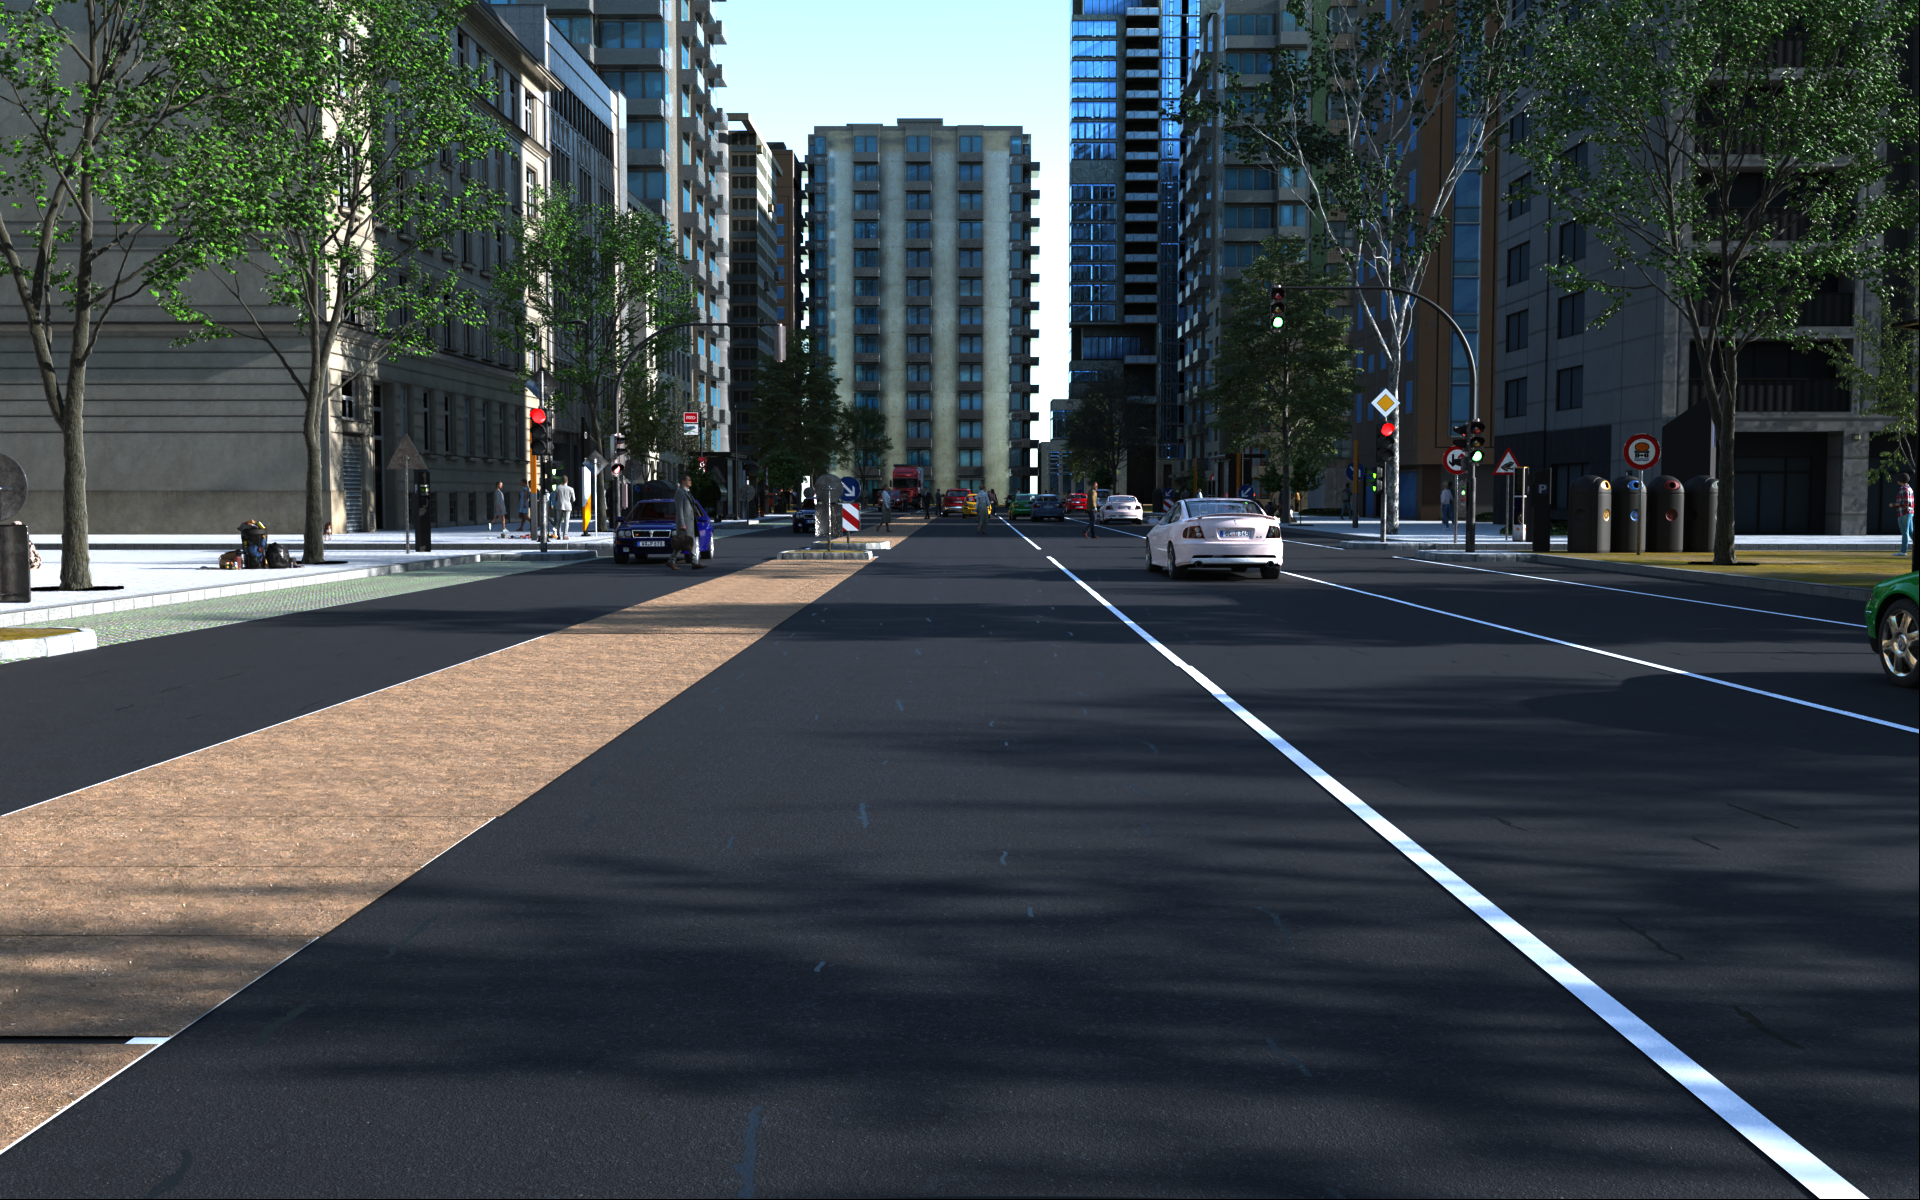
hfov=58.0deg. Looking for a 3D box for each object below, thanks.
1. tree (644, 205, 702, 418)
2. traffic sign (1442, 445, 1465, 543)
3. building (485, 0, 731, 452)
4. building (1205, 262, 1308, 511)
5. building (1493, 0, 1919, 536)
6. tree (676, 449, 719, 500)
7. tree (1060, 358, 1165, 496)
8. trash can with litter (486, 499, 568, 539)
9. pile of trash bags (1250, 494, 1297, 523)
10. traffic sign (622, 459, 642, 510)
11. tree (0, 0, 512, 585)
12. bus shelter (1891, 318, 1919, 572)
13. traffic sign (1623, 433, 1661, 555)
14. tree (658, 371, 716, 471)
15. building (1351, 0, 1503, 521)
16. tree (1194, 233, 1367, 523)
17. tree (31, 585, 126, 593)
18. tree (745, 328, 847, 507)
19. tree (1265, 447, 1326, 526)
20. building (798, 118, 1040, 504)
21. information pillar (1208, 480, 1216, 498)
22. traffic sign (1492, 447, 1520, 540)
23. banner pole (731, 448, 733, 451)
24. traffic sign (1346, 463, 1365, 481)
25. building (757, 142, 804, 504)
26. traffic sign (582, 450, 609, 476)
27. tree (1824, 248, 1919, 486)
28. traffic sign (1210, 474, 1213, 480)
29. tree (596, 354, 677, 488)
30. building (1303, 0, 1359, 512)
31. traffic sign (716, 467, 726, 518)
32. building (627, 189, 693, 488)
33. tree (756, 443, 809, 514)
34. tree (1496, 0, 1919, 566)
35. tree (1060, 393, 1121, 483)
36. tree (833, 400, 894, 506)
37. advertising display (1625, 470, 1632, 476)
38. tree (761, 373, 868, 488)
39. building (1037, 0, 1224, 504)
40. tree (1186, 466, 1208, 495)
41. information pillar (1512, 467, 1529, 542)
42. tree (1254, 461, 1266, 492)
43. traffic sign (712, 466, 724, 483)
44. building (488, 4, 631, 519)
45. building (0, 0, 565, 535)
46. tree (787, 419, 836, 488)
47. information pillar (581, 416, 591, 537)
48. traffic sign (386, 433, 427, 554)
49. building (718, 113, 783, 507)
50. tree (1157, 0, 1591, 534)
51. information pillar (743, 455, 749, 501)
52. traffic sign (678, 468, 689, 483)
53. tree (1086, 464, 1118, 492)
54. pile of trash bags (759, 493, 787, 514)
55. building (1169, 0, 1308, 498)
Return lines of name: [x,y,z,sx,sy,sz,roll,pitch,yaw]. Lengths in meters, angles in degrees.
tree: [-12.256,-8.098,58.165,9.928,11.665,9.643,0,3,0]
traffic sign: [12.945,-2.757,45.178,0.768,2.556,0.104,0,4,1]
building: [-30.362,-31.579,135.919,23.786,49.044,30.456,0,4,0]
building: [36.226,-18.267,143.699,27.650,21.520,28.899,0,4,0]
building: [32.808,-38.111,61.362,20.611,71.187,20.563,0,4,0]
tree: [-11.391,-4.863,74.114,1.663,3.219,1.824,0,3,0]
tree: [13.904,-15.025,156.026,12.009,13.543,11.850,0,3,0]
trash can with litter: [-12.551,-2.389,50.126,2.233,1.210,1.678,0,4,-5]
pile of trash bags: [13.813,-4.214,78.653,1.912,1.369,3.447,-1,4,-19]
traffic sign: [-12.017,-3.873,63.433,0.768,2.556,0.104,0,4,6]
tree: [-11.744,-6.465,31.450,9.928,11.665,9.643,0,3,0]
bus shelter: [13.665,-1.810,20.883,1.731,3.624,6.357,0,4,0]
traffic sign: [14.304,-2.221,36.422,0.768,2.556,0.104,0,4,5]
tree: [-16.271,-9.354,103.302,4.360,8.622,3.978,0,3,0]
building: [28.632,-26.784,88.022,14.600,45.320,14.200,0,4,0]
tree: [14.180,-9.669,76.213,7.486,12.596,7.792,0,3,0]
tree: [-11.837,-5.921,22.572,9.928,11.665,9.643,0,3,0]
tree: [-11.287,-12.263,118.635,7.486,12.596,7.792,0,3,0]
tree: [13.654,-4.599,69.787,1.663,3.219,1.824,0,3,0]
building: [-5.143,-36.934,223.486,30.456,49.044,23.786,0,4,0]
information pillar: [13.318,-5.334,91.699,0.304,2.012,0.304,-3,5,-41]
traffic sign: [15.199,-2.940,48.077,0.884,2.594,0.081,0,4,7]
banner pole: [-12.290,-6.418,94.958,0.863,3.779,0.401,2,4,32]
traffic sign: [15.760,-4.223,69.149,0.768,2.556,0.104,0,4,2]
building: [-27.495,-34.842,219.782,14.200,45.320,14.600,0,4,0]
traffic sign: [-10.902,-3.182,51.759,0.795,2.593,0.064,0,4,5]
tree: [27.539,-6.090,49.929,4.737,8.622,4.395,0,3,0]
traffic sign: [15.199,-6.276,102.719,0.768,2.556,0.104,0,4,2]
tree: [-17.108,-8.789,94.060,4.737,8.622,4.395,0,3,0]
building: [29.074,-26.095,110.246,14.154,41.232,14.086,0,4,0]
traffic sign: [-11.424,-4.981,81.442,0.884,2.594,0.081,0,4,1]
building: [-23.952,-15.762,112.457,10.420,20.320,16.860,0,4,0]
tree: [-11.263,-7.767,110.696,4.285,4.588,4.351,0,3,0]
tree: [13.665,-6.439,31.036,9.928,11.665,9.643,0,3,0]
tree: [14.825,-16.913,194.650,7.486,12.596,7.792,0,3,0]
tree: [-10.768,-16.313,192.472,9.928,11.665,9.643,0,3,0]
advertising display: [18.159,-2.561,47.079,0.123,1.923,0.974,1,4,17]
tree: [-10.926,-11.911,129.154,8.767,10.594,7.601,0,4,5]
building: [25.580,-55.587,221.525,31.000,86.520,22.319,0,4,0]
tree: [14.418,-6.868,106.895,1.663,3.219,1.824,0,3,0]
information pillar: [15.101,-2.579,46.651,0.304,2.012,0.304,3,5,43]
tree: [15.896,-5.708,87.931,1.663,3.219,1.824,0,3,0]
traffic sign: [-11.396,-4.918,80.407,0.884,2.594,0.081,0,4,6]
building: [-25.939,-16.878,93.971,12.078,24.808,19.932,0,4,0]
building: [-27.033,-14.375,68.323,16.112,22.955,30.059,0,4,0]
tree: [-11.804,-11.514,138.619,4.360,8.622,3.978,0,3,0]
information pillar: [-11.336,-3.740,52.501,0.183,3.616,0.504,1,4,10]
traffic sign: [-11.873,-2.273,37.174,0.884,2.594,0.081,0,4,1]
building: [-30.535,-29.436,173.165,23.993,40.220,32.217,0,4,0]
tree: [12.437,-12.198,55.334,12.611,20.169,13.585,0,3,0]
information pillar: [-12.787,-6.832,103.063,0.504,3.616,0.183,-1,4,-13]
traffic sign: [-12.866,-5.001,81.771,0.884,2.594,0.081,0,4,7]
tree: [14.933,-12.049,180.718,4.285,4.588,4.351,0,3,0]
pile of trash bags: [-12.514,-6.476,115.638,1.912,1.369,3.447,0,4,-2]
building: [33.800,-33.816,172.497,23.786,49.044,30.456,0,4,0]
